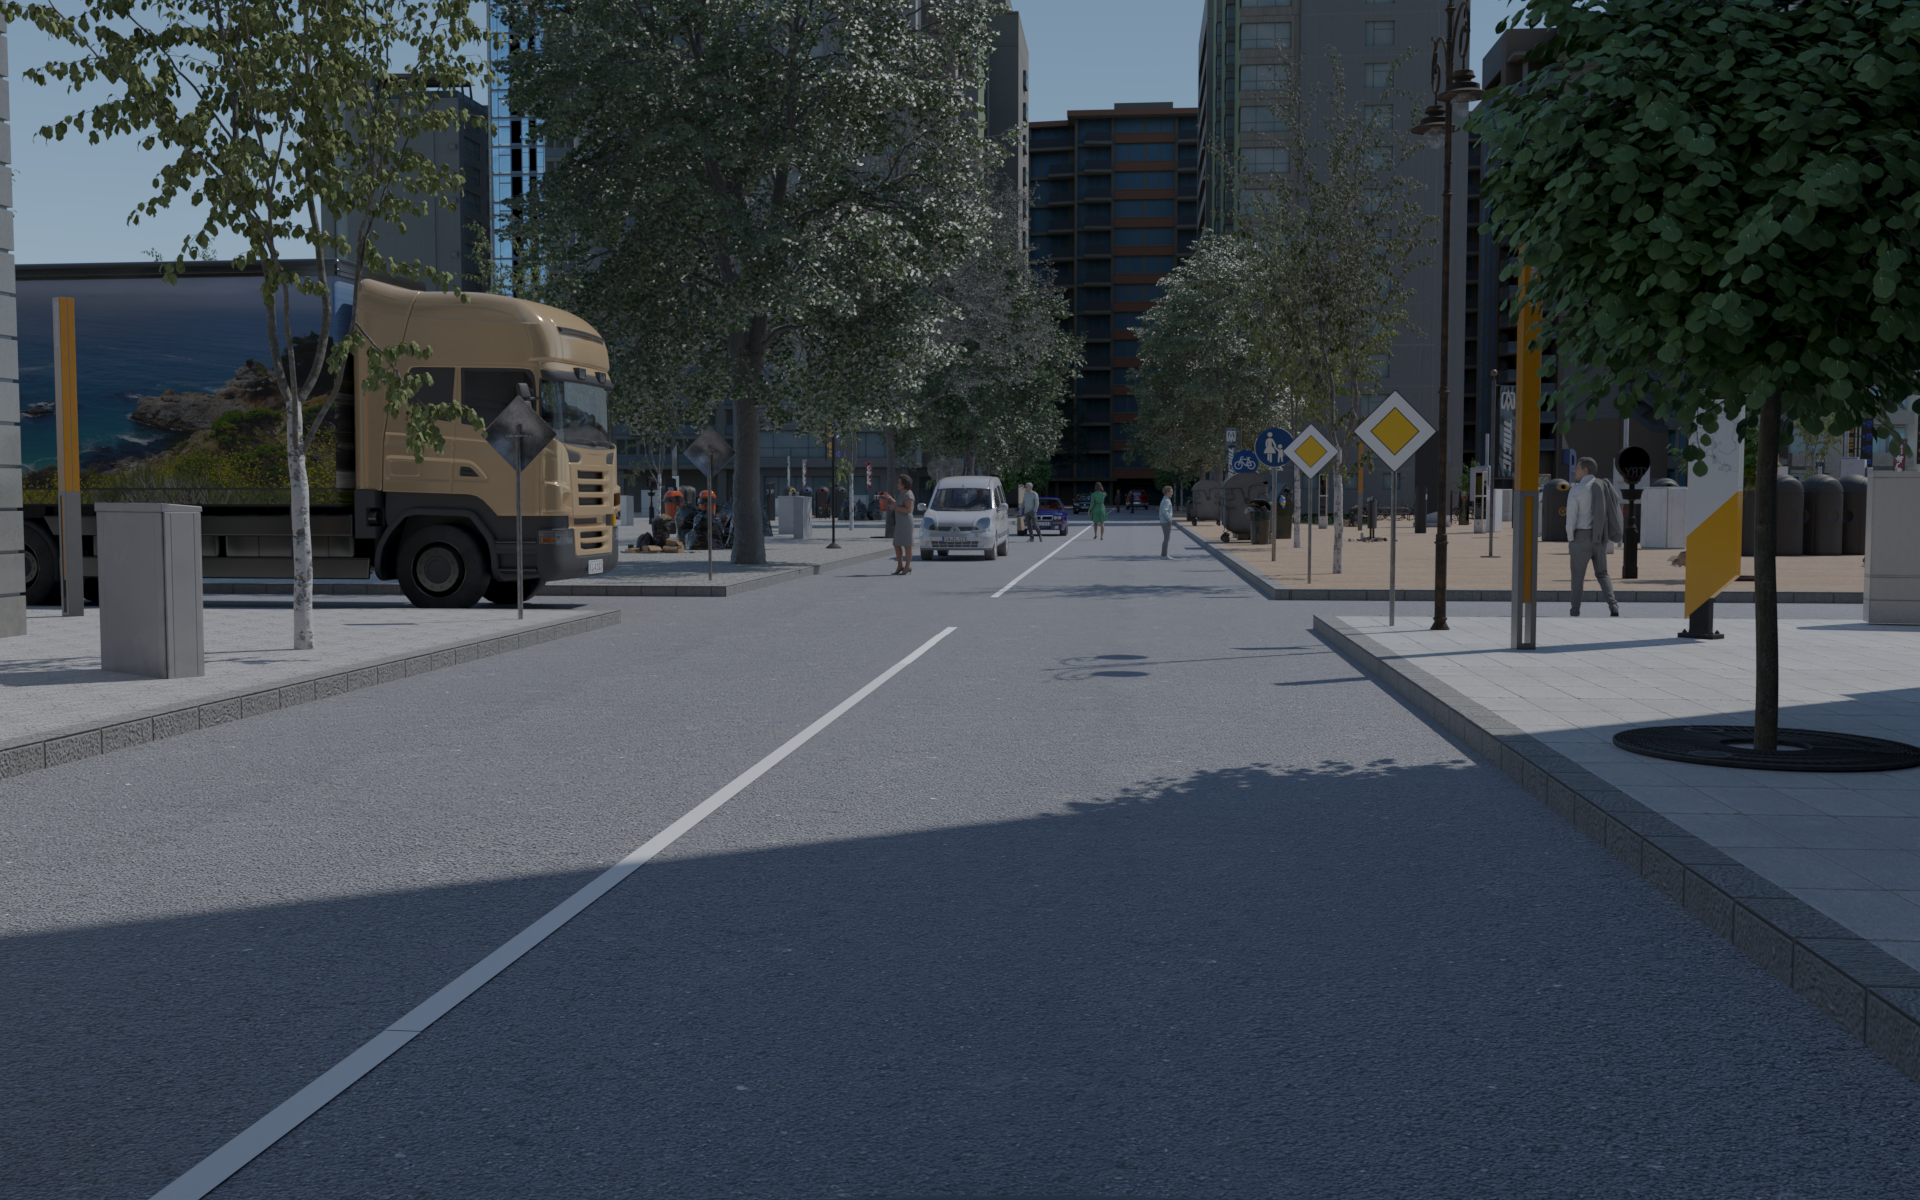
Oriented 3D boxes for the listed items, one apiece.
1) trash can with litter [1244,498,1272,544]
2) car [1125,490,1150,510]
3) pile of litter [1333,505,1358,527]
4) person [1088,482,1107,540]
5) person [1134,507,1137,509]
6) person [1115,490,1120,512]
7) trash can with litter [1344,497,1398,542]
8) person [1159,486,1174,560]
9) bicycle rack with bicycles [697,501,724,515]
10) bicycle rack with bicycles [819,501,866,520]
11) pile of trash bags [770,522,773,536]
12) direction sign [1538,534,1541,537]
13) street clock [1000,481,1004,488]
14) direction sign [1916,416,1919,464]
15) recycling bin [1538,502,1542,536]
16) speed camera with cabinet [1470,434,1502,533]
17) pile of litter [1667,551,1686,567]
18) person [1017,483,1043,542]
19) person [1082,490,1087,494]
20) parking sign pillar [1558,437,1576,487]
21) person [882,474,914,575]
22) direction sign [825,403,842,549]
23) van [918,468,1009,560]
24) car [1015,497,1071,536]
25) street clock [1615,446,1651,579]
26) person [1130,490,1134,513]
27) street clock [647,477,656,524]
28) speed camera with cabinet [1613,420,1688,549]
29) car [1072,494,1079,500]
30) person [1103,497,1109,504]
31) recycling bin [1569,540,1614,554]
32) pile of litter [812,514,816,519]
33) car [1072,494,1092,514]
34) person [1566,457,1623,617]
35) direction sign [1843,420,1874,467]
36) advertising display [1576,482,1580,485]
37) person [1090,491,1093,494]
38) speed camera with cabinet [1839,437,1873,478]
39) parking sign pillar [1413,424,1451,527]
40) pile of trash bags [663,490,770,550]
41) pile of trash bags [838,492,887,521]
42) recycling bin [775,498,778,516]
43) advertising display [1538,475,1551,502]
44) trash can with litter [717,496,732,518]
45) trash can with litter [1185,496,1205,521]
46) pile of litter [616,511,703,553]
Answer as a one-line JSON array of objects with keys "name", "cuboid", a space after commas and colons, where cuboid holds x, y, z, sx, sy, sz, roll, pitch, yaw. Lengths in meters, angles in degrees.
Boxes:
[{"name": "trash can with litter", "cuboid": [7.670, -2.005, 44.171, 0.624, 1.170, 1.055, 2, 4, 25]}, {"name": "car", "cuboid": [16.322, -9.229, 159.561, 2.281, 1.827, 5.304, 0, 4, 6]}, {"name": "pile of litter", "cuboid": [15.192, -3.295, 67.846, 1.176, 0.858, 1.719, 2, 4, 23]}, {"name": "person", "cuboid": [4.320, -2.772, 54.073, 0.600, 1.795, 0.529, -1, 4, -14]}, {"name": "person", "cuboid": [16.735, -9.540, 165.214, 1.217, 1.736, 0.721, 1, 4, 10]}, {"name": "person", "cuboid": [12.273, -7.696, 134.874, 0.434, 1.755, 0.990, 0, 4, -3]}, {"name": "trash can with litter", "cuboid": [10.998, -2.193, 46.906, 1.678, 1.210, 2.233, 1, 4, 22]}, {"name": "person", "cuboid": [4.499, -1.674, 37.686, 0.330, 1.601, 0.589, 1, 4, 8]}, {"name": "bicycle rack with bicycles", "cuboid": [-13.720, -5.070, 96.275, 2.925, 0.926, 2.852, 2, 4, 29]}, {"name": "bicycle rack with bicycles", "cuboid": [-6.047, -4.562, 87.968, 2.852, 0.926, 2.925, 0, 4, 0]}, {"name": "pile of trash bags", "cuboid": [-7.387, -2.577, 51.890, 3.447, 1.369, 1.912, -3, 5, -44]}, {"name": "direction sign", "cuboid": [17.215, -3.658, 51.804, 0.379, 3.537, 0.876, 1, 4, 11]}, {"name": "street clock", "cuboid": [2.203, -5.456, 93.781, 0.358, 2.002, 0.471, -1, 4, -11]}, {"name": "direction sign", "cuboid": [25.161, -3.232, 44.837, 0.379, 3.537, 0.876, -2, 4, -24]}, {"name": "recycling bin", "cuboid": [17.930, -2.525, 53.830, 0.722, 1.027, 0.722, 3, 5, 43]}, {"name": "speed camera with cabinet", "cuboid": [17.521, -3.873, 57.658, 0.660, 3.252, 2.038, 2, 4, 31]}, {"name": "pile of litter", "cuboid": [13.206, -1.037, 30.917, 1.719, 0.858, 1.176, -3, 5, -42]}, {"name": "person", "cuboid": [2.065, -2.617, 51.767, 0.782, 1.767, 0.515, 3, 5, 40]}, {"name": "person", "cuboid": [11.401, -9.199, 158.931, 1.348, 1.821, 0.705, -1, 4, -19]}, {"name": "parking sign pillar", "cuboid": [26.205, -5.277, 74.758, 1.447, 3.967, 1.447, 2, 4, 34]}, {"name": "person", "cuboid": [-1.102, -1.332, 30.643, 0.532, 1.782, 0.716, -1, 4, -20]}, {"name": "direction sign", "cuboid": [-2.984, -2.983, 40.769, 0.379, 3.537, 0.876, 1, 4, 18]}, {"name": "van", "cuboid": [0.130, -1.946, 38.830, 2.013, 2.044, 4.112, 0, 4, 7]}, {"name": "car", "cuboid": [2.903, -2.932, 60.512, 1.945, 1.354, 3.894, 0, 4, 4]}, {"name": "street clock", "cuboid": [10.166, -1.325, 26.226, 0.471, 2.002, 0.358, 0, 4, 7]}, {"name": "person", "cuboid": [12.704, -7.257, 128.073, 0.530, 1.710, 0.541, 2, 4, 33]}, {"name": "street clock", "cuboid": [-13.024, -4.193, 73.122, 0.358, 2.002, 0.471, -2, 4, -34]}, {"name": "speed camera with cabinet", "cuboid": [16.372, -2.859, 41.076, 0.660, 3.252, 2.038, -1, 4, -16]}, {"name": "car", "cuboid": [10.261, -8.094, 142.561, 2.015, 1.641, 3.980, 0, 4, 5]}, {"name": "person", "cuboid": [12.534, -8.587, 152.156, 1.065, 1.426, 0.557, 0, 4, -6]}, {"name": "recycling bin", "cuboid": [13.576, -1.509, 37.227, 0.722, 1.027, 0.722, 0, 4, -5]}, {"name": "pile of litter", "cuboid": [-8.163, -4.685, 90.563, 1.719, 0.858, 1.176, -1, 4, -22]}, {"name": "car", "cuboid": [9.028, -6.981, 123.923, 2.009, 1.686, 4.222, 0, 4, 7]}, {"name": "person", "cuboid": [6.860, -0.620, 18.742, 0.679, 1.850, 0.850, -1, 4, -16]}, {"name": "direction sign", "cuboid": [26.438, -3.612, 51.051, 0.379, 3.537, 0.876, -2, 4, -33]}, {"name": "advertising display", "cuboid": [33.806, -5.495, 95.063, 0.974, 1.923, 0.123, 2, 4, 34]}, {"name": "person", "cuboid": [12.810, -9.836, 170.113, 0.721, 1.735, 1.217, 2, 4, 25]}, {"name": "speed camera with cabinet", "cuboid": [22.085, -2.970, 42.901, 0.660, 3.252, 2.038, 2, 4, 31]}, {"name": "parking sign pillar", "cuboid": [18.337, -4.814, 67.177, 1.447, 3.967, 1.447, 3, 4, 39]}, {"name": "pile of trash bags", "cuboid": [-5.855, -1.930, 41.307, 1.912, 1.369, 3.447, -1, 4, -16]}, {"name": "pile of trash bags", "cuboid": [-4.432, -4.539, 83.965, 1.912, 1.369, 3.447, -3, 4, -37]}, {"name": "recycling bin", "cuboid": [-10.146, -5.328, 99.672, 0.722, 1.027, 0.722, -3, 5, -40]}, {"name": "advertising display", "cuboid": [20.040, -3.343, 59.872, 0.974, 1.923, 0.123, -2, 4, -32]}, {"name": "trash can with litter", "cuboid": [-12.458, -5.043, 93.505, 2.233, 1.210, 1.678, 2, 4, 25]}, {"name": "trash can with litter", "cuboid": [11.149, -4.298, 81.658, 1.055, 1.170, 0.624, 2, 4, 27]}, {"name": "pile of litter", "cuboid": [-6.517, -1.456, 37.772, 1.719, 0.858, 1.176, 1, 4, 15]}]
